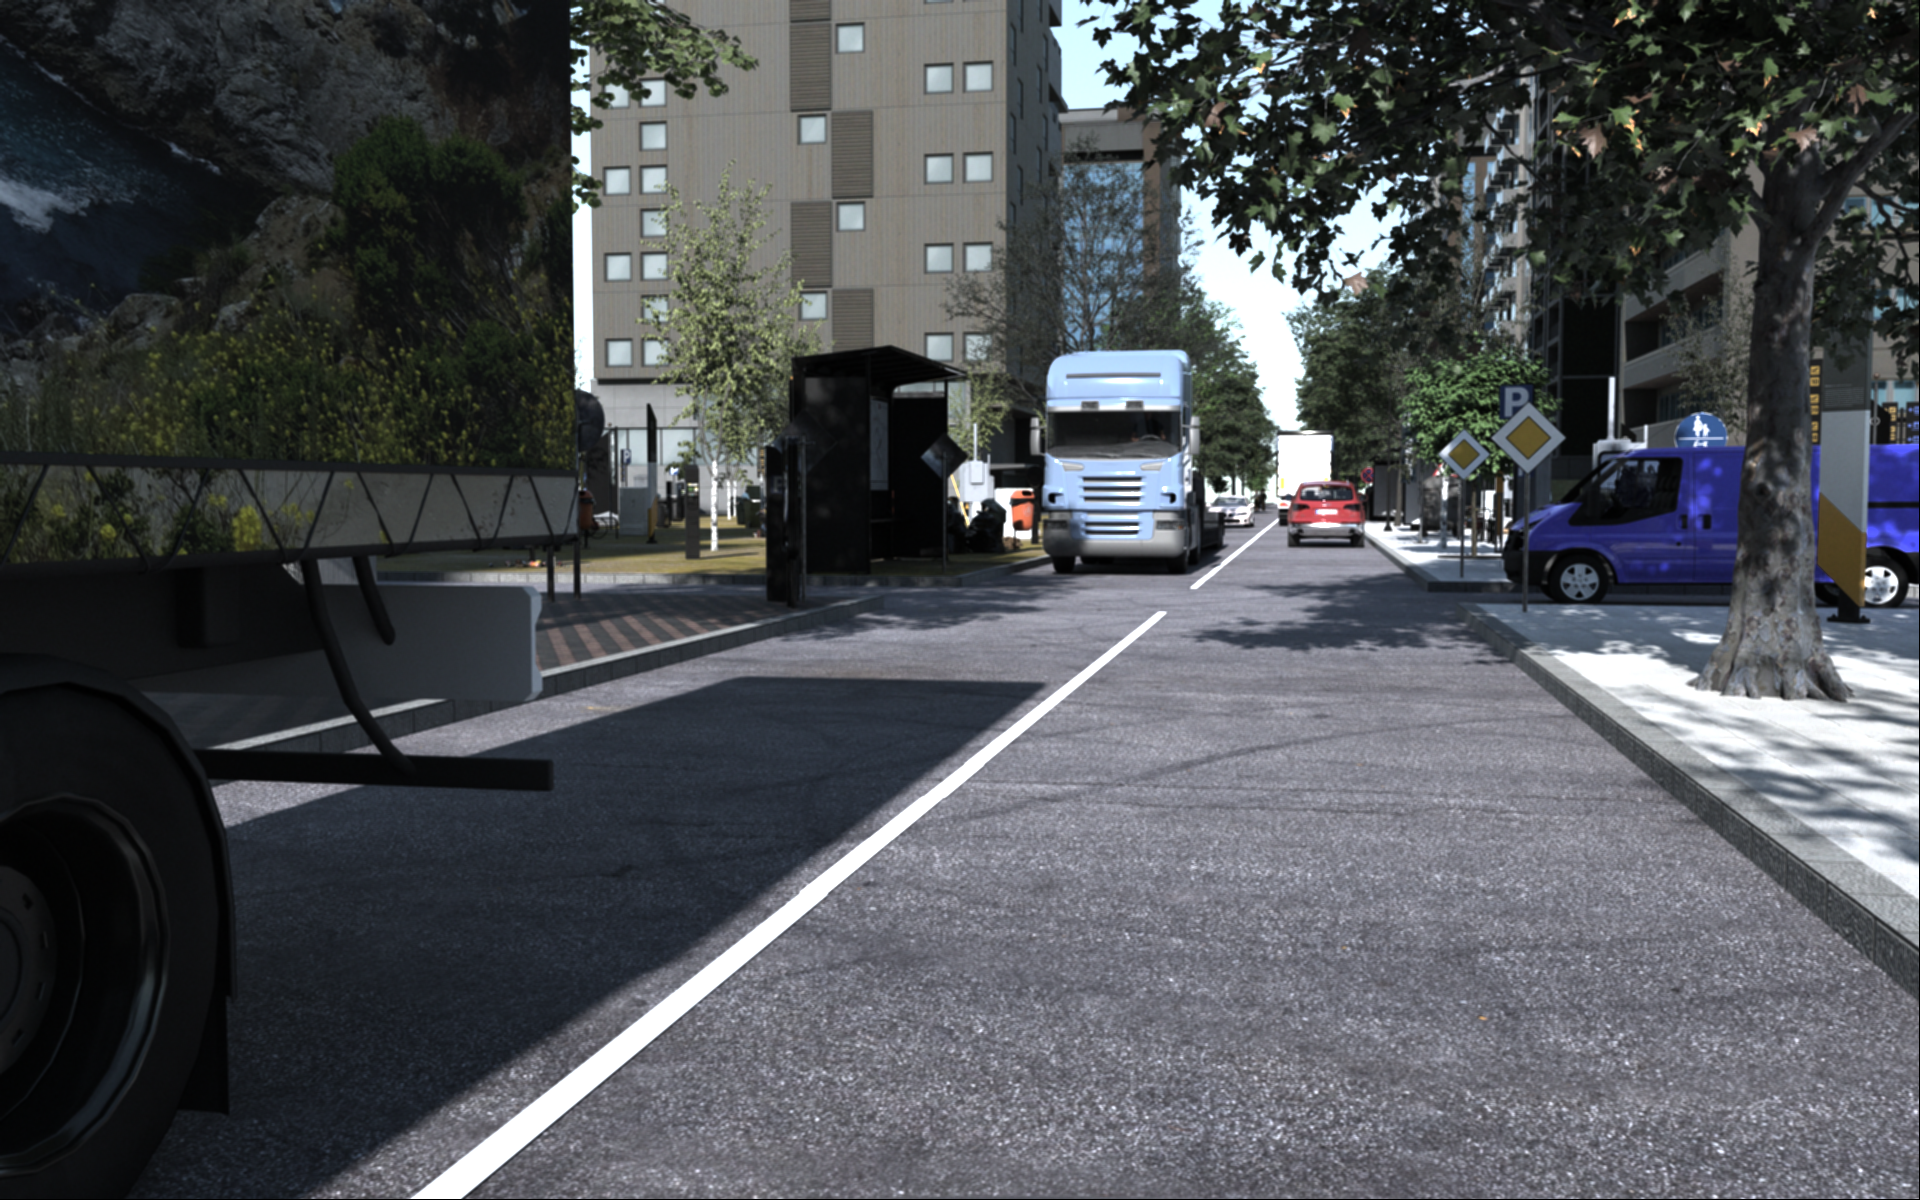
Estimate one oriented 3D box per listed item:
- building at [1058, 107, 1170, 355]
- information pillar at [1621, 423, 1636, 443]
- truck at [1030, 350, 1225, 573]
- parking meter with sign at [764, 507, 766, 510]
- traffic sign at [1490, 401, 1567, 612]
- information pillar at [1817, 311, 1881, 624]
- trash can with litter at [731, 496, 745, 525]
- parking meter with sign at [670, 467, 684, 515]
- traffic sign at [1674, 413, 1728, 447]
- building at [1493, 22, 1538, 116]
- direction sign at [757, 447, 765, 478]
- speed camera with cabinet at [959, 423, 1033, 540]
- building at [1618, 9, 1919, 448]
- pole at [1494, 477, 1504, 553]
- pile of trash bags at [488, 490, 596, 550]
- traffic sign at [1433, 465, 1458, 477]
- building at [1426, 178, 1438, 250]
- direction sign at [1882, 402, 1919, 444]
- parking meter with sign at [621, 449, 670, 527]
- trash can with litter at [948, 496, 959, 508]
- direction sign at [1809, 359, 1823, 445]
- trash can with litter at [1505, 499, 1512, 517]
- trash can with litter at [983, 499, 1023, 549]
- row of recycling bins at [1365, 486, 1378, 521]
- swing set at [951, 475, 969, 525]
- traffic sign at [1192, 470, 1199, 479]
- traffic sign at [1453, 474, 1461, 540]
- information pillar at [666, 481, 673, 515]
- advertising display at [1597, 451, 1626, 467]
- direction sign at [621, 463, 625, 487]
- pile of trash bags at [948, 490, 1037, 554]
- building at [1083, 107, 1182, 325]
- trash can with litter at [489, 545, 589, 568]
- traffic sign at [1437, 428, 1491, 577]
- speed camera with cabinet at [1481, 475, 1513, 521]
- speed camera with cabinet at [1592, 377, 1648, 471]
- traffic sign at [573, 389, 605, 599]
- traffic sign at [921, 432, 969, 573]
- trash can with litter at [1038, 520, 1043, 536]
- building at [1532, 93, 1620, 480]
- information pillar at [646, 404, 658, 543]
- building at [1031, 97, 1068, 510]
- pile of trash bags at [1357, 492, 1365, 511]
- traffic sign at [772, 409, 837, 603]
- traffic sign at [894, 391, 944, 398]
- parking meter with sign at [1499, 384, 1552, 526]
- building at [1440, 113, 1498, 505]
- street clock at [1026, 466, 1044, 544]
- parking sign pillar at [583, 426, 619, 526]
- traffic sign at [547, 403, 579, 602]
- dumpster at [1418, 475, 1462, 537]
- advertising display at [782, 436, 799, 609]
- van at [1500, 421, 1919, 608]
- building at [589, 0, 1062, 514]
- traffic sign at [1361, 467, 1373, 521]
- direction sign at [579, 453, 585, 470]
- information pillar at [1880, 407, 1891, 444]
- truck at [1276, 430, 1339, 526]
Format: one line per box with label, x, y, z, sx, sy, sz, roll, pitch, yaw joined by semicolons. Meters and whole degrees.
building;17.275;-33.931;204.874;14.600;45.320;14.200;1;4;11
information pillar;21.866;-4.001;56.775;0.504;3.616;0.183;1;4;15
truck;4.267;-2.971;38.333;2.967;4.110;18.799;1;4;11
parking meter with sign;-5.777;-3.829;58.863;1.738;3.016;0.543;1;4;14
traffic sign;6.140;-0.925;18.773;0.795;2.450;0.064;1;4;11
information pillar;8.845;-1.586;17.283;0.183;3.616;0.504;-2;4;-30
trash can with litter;-8.838;-3.701;71.895;1.055;1.170;0.624;3;5;43
parking meter with sign;-17.382;-6.772;106.977;0.543;3.016;1.738;-2;4;-29
traffic sign;11.609;-1.657;27.201;0.768;2.556;0.104;1;4;19
building;55.777;-32.065;143.873;23.786;49.044;30.456;1;4;11
direction sign;-9.233;-5.550;82.744;0.876;3.537;0.379;0;4;-2
speed camera with cabinet;1.024;-3.327;48.733;2.038;3.252;0.660;-1;4;-19
building;38.312;-27.007;65.264;21.300;48.544;21.600;1;4;11
pole;11.739;-2.679;37.643;0.158;3.312;0.155;0;3;0
pile of trash bags;-10.229;-1.890;40.654;3.447;1.369;1.912;0;4;7
traffic sign;15.090;-3.285;53.714;0.884;2.594;0.081;1;4;15
building;74.278;-37.735;236.575;23.786;49.044;30.456;1;4;11
direction sign;23.172;-3.101;42.700;0.876;3.537;0.379;2;4;28
parking meter with sign;-12.298;-4.350;67.384;1.738;3.016;0.543;2;4;24
trash can with litter;-0.343;-4.327;82.138;0.624;1.170;1.055;0;4;6
direction sign;14.467;-2.261;28.960;0.379;3.537;0.876;-3;5;-43
trash can with litter;30.402;-5.232;96.937;0.624;1.170;1.055;-1;4;-14
trash can with litter;1.015;-1.792;40.685;1.055;1.170;0.624;3;4;37
row of recycling bins;20.381;-4.762;84.966;1.069;1.692;3.534;1;4;16
swing set;-1.696;-4.548;71.973;2.862;2.851;3.119;3;5;41
traffic sign;12.258;-5.600;91.659;0.768;2.556;0.104;1;4;14
traffic sign;13.984;-2.959;48.489;0.768;2.556;0.104;1;4;14
information pillar;-16.597;-5.780;98.996;0.304;2.012;0.304;0;4;8
advertising display;10.037;-1.266;25.907;0.974;1.923;0.123;1;4;16
direction sign;-21.084;-7.113;108.289;0.379;3.537;0.876;-2;4;-24
pile of trash bags;0.287;-1.740;38.200;3.447;1.369;1.912;-3;4;-38
building;16.485;-39.865;241.035;28.713;52.752;27.495;1;4;11
trash can with litter;-7.556;-1.216;30.933;1.678;1.210;2.233;-1;4;-17
traffic sign;7.723;-1.404;26.600;0.795;2.450;0.064;1;4;11
speed camera with cabinet;25.609;-5.385;82.379;2.038;3.252;0.660;-3;5;-41
speed camera with cabinet;11.441;-2.107;28.792;0.660;3.252;2.038;-1;4;-21
traffic sign;-4.672;-1.282;21.061;0.768;2.556;0.104;1;4;18
traffic sign;-0.256;-1.504;28.229;0.795;2.450;0.064;1;4;11
trash can with litter;1.637;-2.594;53.477;2.233;1.210;1.678;2;4;25
building;49.121;-41.575;118.007;20.563;71.187;20.611;1;4;11
information pillar;-8.014;-3.286;45.088;0.183;3.616;0.504;1;4;11
building;-4.783;-27.750;145.600;32.217;40.220;23.993;1;4;11
pile of trash bags;22.867;-5.366;97.489;1.912;1.369;3.447;2;4;28
traffic sign;-1.839;-1.025;20.402;0.795;2.450;0.064;1;4;11
traffic sign;-1.381;-2.491;34.596;2.265;3.308;0.079;1;4;17
parking meter with sign;9.390;-1.963;28.351;0.543;3.016;1.738;3;4;38
building;63.187;-33.712;201.297;14.600;45.320;14.200;1;4;11
street clock;1.916;-2.425;44.221;0.471;2.002;0.358;0;4;4
parking sign pillar;-14.233;-4.900;68.593;1.447;3.967;1.447;-2;4;-31
traffic sign;-4.879;-1.252;20.579;0.768;2.556;0.104;1;4;16
dumpster;14.401;-2.817;51.818;1.264;1.857;1.865;1;4;11
advertising display;-1.938;-0.891;19.781;0.123;1.923;0.974;-1;4;-9
van;9.628;-1.077;21.988;5.245;2.365;2.240;1;4;13
building;-7.775;-32.436;119.575;28.713;52.752;27.495;1;4;11
traffic sign;19.559;-5.064;82.902;0.768;2.556;0.104;1;4;14
direction sign;-19.372;-5.991;89.943;0.876;3.537;0.379;2;4;28
information pillar;22.419;-3.117;42.312;0.504;3.616;0.183;3;5;45
truck;16.368;-5.668;81.584;2.839;4.237;11.283;1;4;13
